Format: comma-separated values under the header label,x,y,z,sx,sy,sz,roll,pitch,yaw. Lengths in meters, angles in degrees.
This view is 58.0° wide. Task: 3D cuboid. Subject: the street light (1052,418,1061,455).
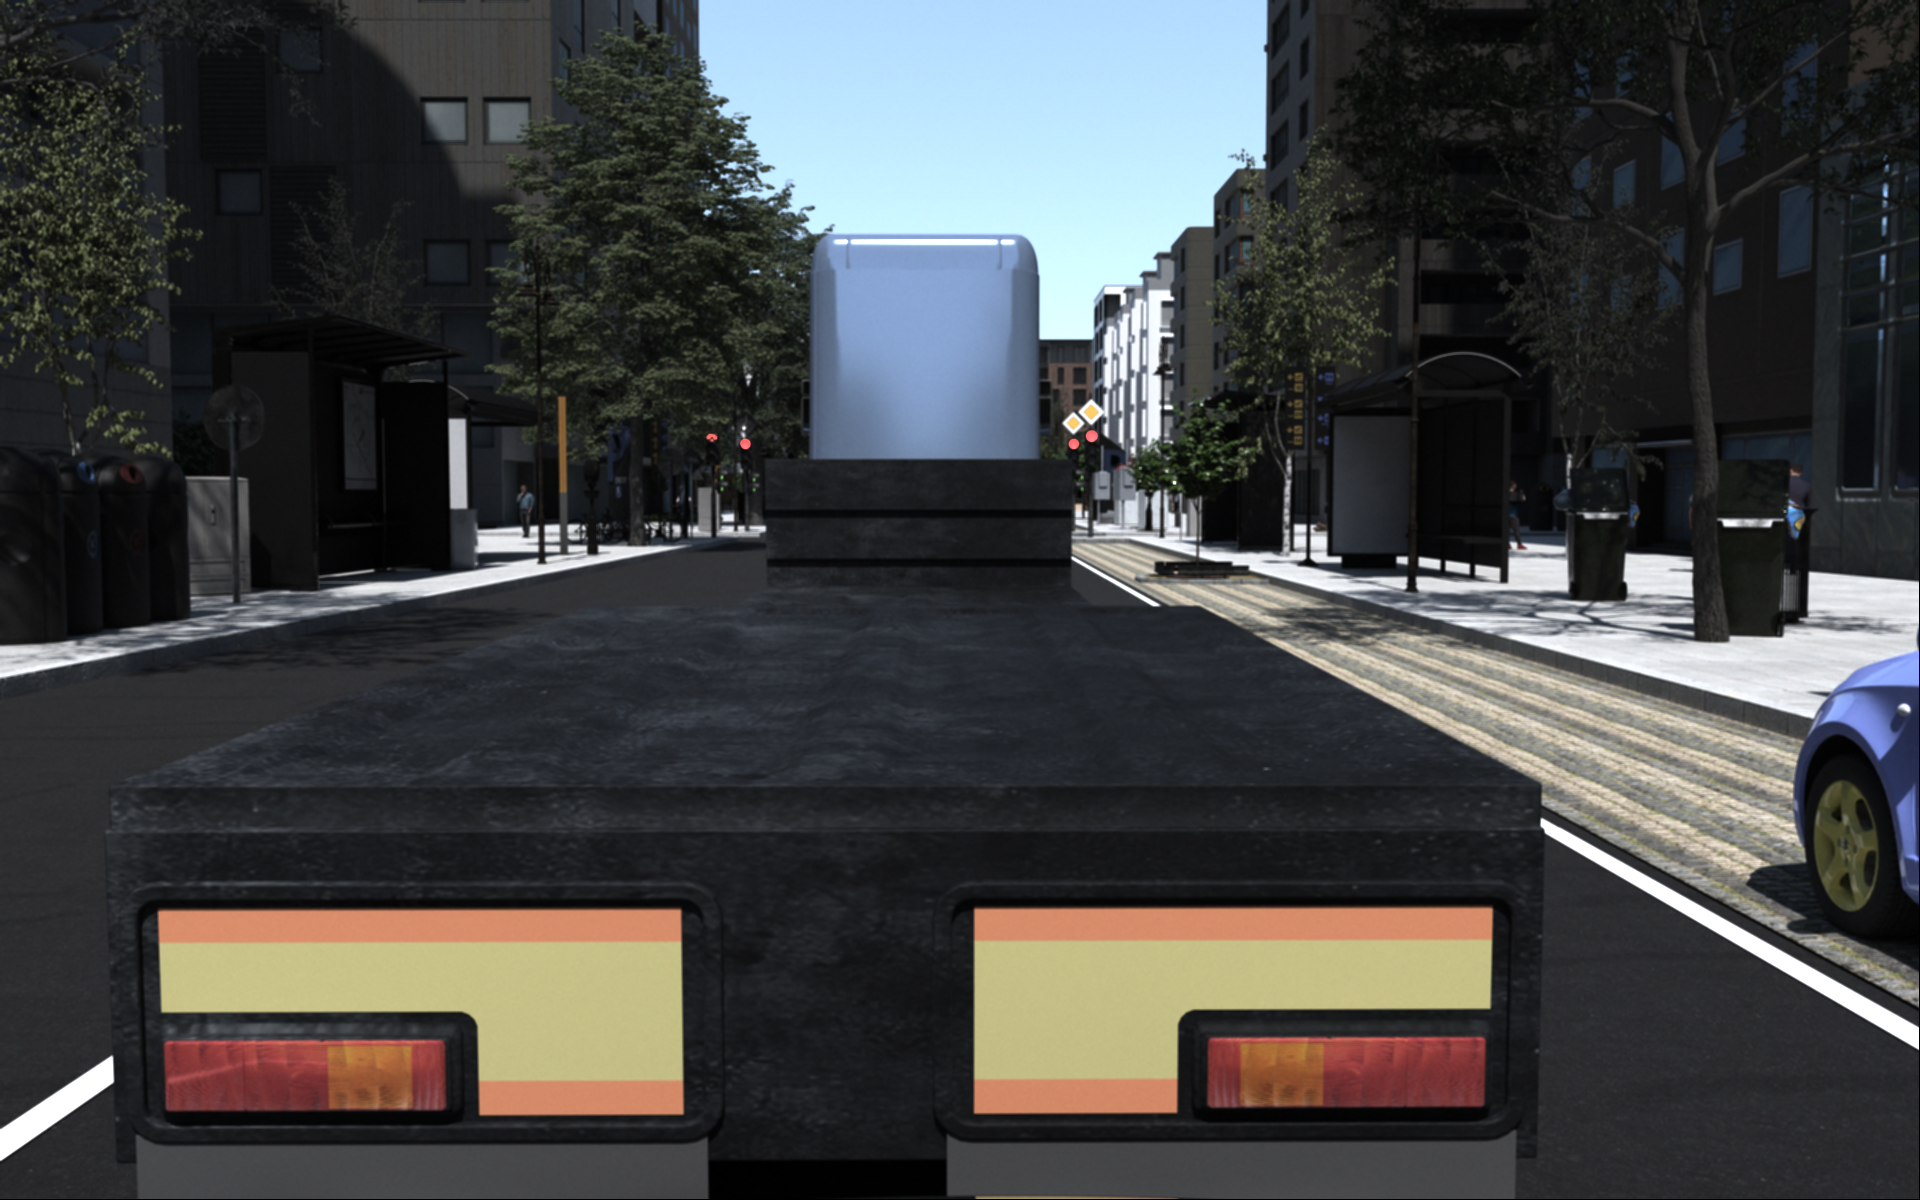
label,x,y,z,sx,sy,sz,roll,pitch,yaw
street light,5.878,-8.132,105.752,0.468,5.910,1.993,0,3,0

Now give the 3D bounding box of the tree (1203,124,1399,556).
label,x,y,z,sx,sy,sz,roll,pitch,yaw
tree,6.820,-5.214,35.607,4.737,8.622,4.395,0,3,0

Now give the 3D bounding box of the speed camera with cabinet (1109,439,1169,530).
label,x,y,z,sx,sy,sz,roll,pitch,yaw
speed camera with cabinet,6.563,-4.192,62.882,2.038,3.252,0.660,-2,4,-24

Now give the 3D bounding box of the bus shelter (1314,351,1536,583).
label,x,y,z,sx,sy,sz,roll,pitch,yaw
bus shelter,7.128,-2.041,27.299,2.014,3.302,5.546,0,3,0

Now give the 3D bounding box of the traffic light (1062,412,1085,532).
label,x,y,z,sx,sy,sz,roll,pitch,yaw
traffic light,3.844,-4.292,59.093,0.839,4.253,0.868,0,3,0

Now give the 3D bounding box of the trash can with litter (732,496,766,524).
label,x,y,z,sx,sy,sz,roll,pitch,yaw
trash can with litter,-8.841,-3.829,73.656,1.678,1.210,2.233,-2,4,-30

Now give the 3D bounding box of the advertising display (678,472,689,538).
label,x,y,z,sx,sy,sz,roll,pitch,yaw
advertising display,-8.058,-2.773,50.552,0.123,1.923,0.974,-1,4,-20

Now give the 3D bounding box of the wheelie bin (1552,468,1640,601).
label,x,y,z,sx,sy,sz,roll,pitch,yaw
wheelie bin,7.668,-0.798,20.954,0.980,1.594,0.693,1,4,10

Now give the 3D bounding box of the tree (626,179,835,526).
label,x,y,z,sx,sy,sz,roll,pitch,yaw
tree,-8.343,-9.961,69.521,9.857,13.997,8.962,0,3,0

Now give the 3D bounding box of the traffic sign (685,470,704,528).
label,x,y,z,sx,sy,sz,roll,pitch,yaw
traffic sign,-10.017,-3.961,64.761,0.884,2.594,0.081,0,4,6

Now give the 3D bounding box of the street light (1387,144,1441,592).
label,x,y,z,sx,sy,sz,roll,pitch,yaw
street light,5.909,-3.040,22.485,0.468,5.910,1.993,0,3,0

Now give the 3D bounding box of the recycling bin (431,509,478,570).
label,x,y,z,sx,sy,sz,roll,pitch,yaw
recycling bin,-8.610,-1.035,29.482,0.722,1.027,0.722,-1,4,-11

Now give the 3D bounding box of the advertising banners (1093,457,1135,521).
label,x,y,z,sx,sy,sz,roll,pitch,yaw
advertising banners,7.318,-5.294,82.745,2.074,3.025,0.090,0,4,7

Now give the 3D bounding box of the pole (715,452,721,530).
label,x,y,z,sx,sy,sz,roll,pitch,yaw
pole,-8.677,-4.175,62.101,0.158,3.312,0.155,0,3,0

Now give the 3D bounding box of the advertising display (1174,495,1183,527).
label,x,y,z,sx,sy,sz,roll,pitch,yaw
advertising display,8.406,-3.755,66.603,0.123,1.923,0.974,0,4,-7

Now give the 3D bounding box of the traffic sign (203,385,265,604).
label,x,y,z,sx,sy,sz,roll,pitch,yaw
traffic sign,-8.485,-1.232,20.247,0.768,2.556,0.104,0,4,7

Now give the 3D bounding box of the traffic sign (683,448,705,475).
label,x,y,z,sx,sy,sz,roll,pitch,yaw
traffic sign,-7.675,-3.037,49.389,0.795,2.593,0.064,0,4,3

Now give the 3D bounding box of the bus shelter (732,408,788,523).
label,x,y,z,sx,sy,sz,roll,pitch,yaw
bus shelter,-9.225,-6.323,81.011,2.179,5.291,8.768,0,4,0

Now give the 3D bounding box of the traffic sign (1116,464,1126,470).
label,x,y,z,sx,sy,sz,roll,pitch,yaw
traffic sign,6.924,-4.468,73.154,0.768,2.556,0.104,0,4,4

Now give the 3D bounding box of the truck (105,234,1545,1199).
label,x,y,z,sx,sy,sz,roll,pitch,yaw
truck,-0.313,-1.371,12.177,2.967,4.110,18.799,0,4,-1

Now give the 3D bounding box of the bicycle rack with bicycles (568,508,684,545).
label,x,y,z,sx,sy,sz,roll,pitch,yaw
bicycle rack with bicycles,-8.860,-1.930,44.945,2.925,0.926,2.852,0,4,4

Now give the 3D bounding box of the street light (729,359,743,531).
label,x,y,z,sx,sy,sz,roll,pitch,yaw
street light,-7.713,-5.300,59.436,0.468,5.910,1.993,0,3,0

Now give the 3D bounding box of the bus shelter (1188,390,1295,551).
label,x,y,z,sx,sy,sz,roll,pitch,yaw
bus shelter,6.790,-3.107,42.087,1.731,3.624,6.357,0,3,0

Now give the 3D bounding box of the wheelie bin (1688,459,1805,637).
label,x,y,z,sx,sy,sz,roll,pitch,yaw
wheelie bin,7.169,-0.484,15.821,0.980,1.594,0.693,2,4,27

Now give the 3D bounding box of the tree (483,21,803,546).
label,x,y,z,sx,sy,sz,roll,pitch,yaw
tree,-7.519,-7.595,42.299,7.486,12.596,7.792,0,3,0

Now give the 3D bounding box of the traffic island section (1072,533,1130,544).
label,x,y,z,sx,sy,sz,roll,pitch,yaw
traffic island section,3.884,-1.770,51.222,2.009,0.180,2.903,0,3,0

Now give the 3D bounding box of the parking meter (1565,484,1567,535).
label,x,y,z,sx,sy,sz,roll,pitch,yaw
parking meter,18.097,-2.778,51.137,0.255,1.863,0.399,-1,4,-13

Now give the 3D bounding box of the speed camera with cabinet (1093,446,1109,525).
label,x,y,z,sx,sy,sz,roll,pitch,yaw
speed camera with cabinet,6.402,-4.703,71.227,2.038,3.252,0.660,-1,4,-18

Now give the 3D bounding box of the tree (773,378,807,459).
label,x,y,z,sx,sy,sz,roll,pitch,yaw
tree,-8.865,-9.199,100.772,4.737,8.622,4.395,0,3,0

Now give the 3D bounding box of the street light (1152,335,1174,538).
label,x,y,z,sx,sy,sz,roll,pitch,yaw
street light,5.912,-4.755,50.534,0.468,5.910,1.993,0,3,0

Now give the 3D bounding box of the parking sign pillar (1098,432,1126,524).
label,x,y,z,sx,sy,sz,roll,pitch,yaw
parking sign pillar,6.699,-5.317,75.403,1.447,3.967,1.447,-1,4,-21

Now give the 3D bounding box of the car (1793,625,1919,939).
label,x,y,z,sx,sy,sz,roll,pitch,yaw
car,3.670,0.313,4.480,1.945,1.707,3.694,0,4,1

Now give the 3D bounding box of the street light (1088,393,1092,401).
label,x,y,z,sx,sy,sz,roll,pitch,yaw
street light,5.853,-6.439,78.058,0.468,5.910,1.993,0,3,0

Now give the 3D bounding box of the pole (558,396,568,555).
label,x,y,z,sx,sy,sz,roll,pitch,yaw
pole,-8.320,-2.597,36.297,0.158,3.312,0.155,0,3,0

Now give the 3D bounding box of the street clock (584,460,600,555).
label,x,y,z,sx,sy,sz,roll,pitch,yaw
street clock,-7.770,-1.958,36.578,0.358,2.002,0.471,0,4,2

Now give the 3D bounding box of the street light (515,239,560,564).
label,x,y,z,sx,sy,sz,roll,pitch,yaw
street light,-7.672,-3.598,31.610,0.468,5.910,1.993,0,3,0

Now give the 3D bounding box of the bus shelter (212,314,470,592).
label,x,y,z,sx,sy,sz,roll,pitch,yaw
bus shelter,-8.990,-2.111,25.796,1.731,3.624,6.357,0,3,0

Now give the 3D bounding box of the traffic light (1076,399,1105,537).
label,x,y,z,sx,sy,sz,roll,pitch,yaw
traffic light,3.844,-3.803,51.108,0.839,4.253,0.868,0,3,0

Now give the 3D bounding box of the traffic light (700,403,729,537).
label,x,y,z,sx,sy,sz,roll,pitch,yaw
traffic light,-7.257,-3.803,51.093,0.839,4.253,0.868,0,3,0

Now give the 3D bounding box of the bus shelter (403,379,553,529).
label,x,y,z,sx,sy,sz,roll,pitch,yaw
bus shelter,-9.445,-2.403,33.216,2.014,3.302,5.546,0,4,0

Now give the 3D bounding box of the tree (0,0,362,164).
label,x,y,z,sx,sy,sz,roll,pitch,yaw
tree,-8.918,-6.259,12.712,12.009,13.543,11.850,0,3,0

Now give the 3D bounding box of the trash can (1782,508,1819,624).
label,x,y,z,sx,sy,sz,roll,pitch,yaw
trash can,8.163,-0.347,17.334,0.748,1.137,0.748,0,3,0

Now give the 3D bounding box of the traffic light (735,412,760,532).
label,x,y,z,sx,sy,sz,roll,pitch,yaw
traffic light,-7.257,-4.291,59.078,0.839,4.253,0.868,0,3,0

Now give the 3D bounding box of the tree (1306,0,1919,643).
label,x,y,z,sx,sy,sz,roll,pitch,yaw
tree,6.265,-4.927,14.963,7.601,10.594,8.767,2,4,31

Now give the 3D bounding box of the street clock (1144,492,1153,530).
label,x,y,z,sx,sy,sz,roll,pitch,yaw
street clock,6.685,-3.466,61.237,0.471,2.002,0.358,-1,4,-23

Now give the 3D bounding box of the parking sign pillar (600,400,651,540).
label,x,y,z,sx,sy,sz,roll,pitch,yaw
parking sign pillar,-9.515,-3.712,49.171,1.447,3.967,1.447,-3,4,-38

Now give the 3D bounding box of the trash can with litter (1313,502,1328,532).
label,x,y,z,sx,sy,sz,roll,pitch,yaw
trash can with litter,12.627,-2.929,59.281,1.055,1.170,0.624,-2,4,-33

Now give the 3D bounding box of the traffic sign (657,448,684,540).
label,x,y,z,sx,sy,sz,roll,pitch,yaw
traffic sign,-8.030,-2.932,48.043,0.768,2.556,0.104,0,4,4
